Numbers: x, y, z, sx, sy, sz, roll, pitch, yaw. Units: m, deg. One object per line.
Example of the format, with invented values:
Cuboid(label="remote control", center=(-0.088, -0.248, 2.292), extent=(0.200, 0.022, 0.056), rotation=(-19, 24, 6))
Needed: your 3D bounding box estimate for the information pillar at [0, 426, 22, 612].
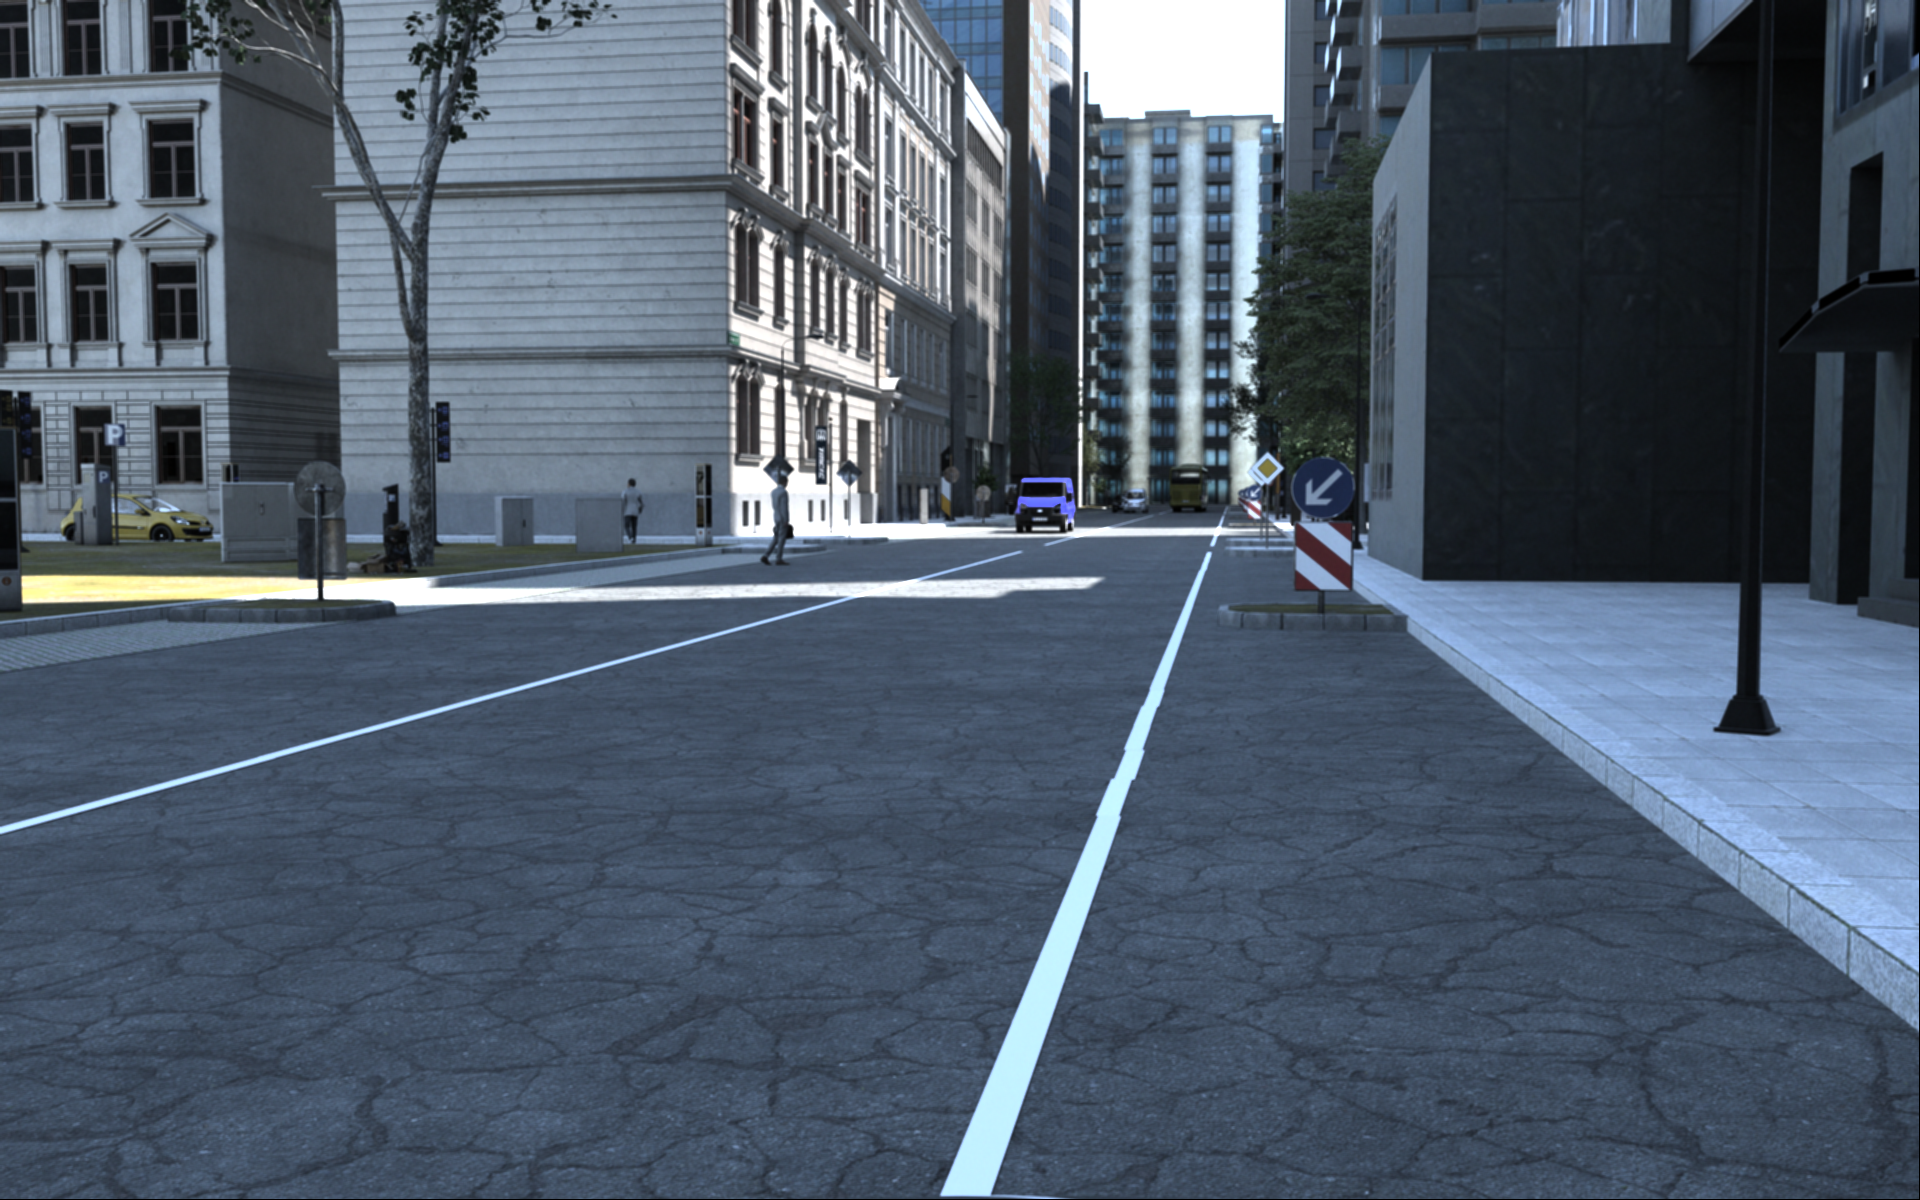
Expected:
Cuboid(label="information pillar", center=(-10.467, -0.881, 18.897), extent=(0.304, 2.012, 0.304), rotation=(-3, 5, -44))

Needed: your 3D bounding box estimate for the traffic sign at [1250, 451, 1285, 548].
Cuboid(label="traffic sign", center=(7.232, -2.271, 40.779), extent=(0.795, 2.450, 0.064), rotation=(1, 4, 9))

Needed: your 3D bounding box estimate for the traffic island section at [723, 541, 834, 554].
Cuboid(label="traffic island section", center=(-4.490, -1.249, 42.695), extent=(2.009, 0.180, 2.903), rotation=(1, 4, 9))

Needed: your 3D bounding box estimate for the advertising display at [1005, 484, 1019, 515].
Cuboid(label="advertising display", center=(3.158, -6.167, 106.050), extent=(0.974, 1.923, 0.123), rotation=(3, 4, 38))

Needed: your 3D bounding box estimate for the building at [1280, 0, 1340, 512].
Cuboid(label="building", center=(35.928, -36.296, 135.440), extent=(21.231, 58.520, 28.212), rotation=(1, 4, 9))

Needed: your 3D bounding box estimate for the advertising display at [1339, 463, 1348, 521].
Cuboid(label="advertising display", center=(8.067, -1.911, 36.466), extent=(0.123, 1.923, 0.974), rotation=(1, 4, 15))

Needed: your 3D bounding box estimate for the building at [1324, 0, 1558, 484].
Cuboid(label="building", center=(32.881, -29.404, 100.369), extent=(23.786, 49.044, 30.456), rotation=(1, 4, 9))

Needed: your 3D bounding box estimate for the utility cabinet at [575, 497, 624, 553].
Cuboid(label="utility cabinet", center=(-7.940, -1.650, 38.143), extent=(1.020, 1.237, 0.306), rotation=(-1, 4, -12))

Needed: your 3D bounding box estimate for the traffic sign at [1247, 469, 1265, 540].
Cuboid(label="traffic sign", center=(8.471, -2.754, 48.667), extent=(0.795, 2.450, 0.064), rotation=(1, 4, 9))

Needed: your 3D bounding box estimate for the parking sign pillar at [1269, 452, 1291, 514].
Cuboid(label="parking sign pillar", center=(20.456, -7.465, 110.522), extent=(1.447, 3.967, 1.447), rotation=(0, 4, -1))

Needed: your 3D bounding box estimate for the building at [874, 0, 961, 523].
Cuboid(label="building", center=(-8.090, -18.314, 85.331), extent=(13.634, 28.700, 20.117), rotation=(1, 4, 9))

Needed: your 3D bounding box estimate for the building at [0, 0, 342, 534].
Cuboid(label="building", center=(-32.156, -13.757, 61.079), extent=(21.152, 22.565, 11.583), rotation=(1, 4, 9))

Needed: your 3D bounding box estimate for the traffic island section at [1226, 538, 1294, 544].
Cuboid(label="traffic island section", center=(8.496, -1.618, 48.741), extent=(2.009, 0.180, 2.903), rotation=(1, 4, 9))

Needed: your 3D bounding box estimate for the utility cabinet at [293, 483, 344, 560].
Cuboid(label="utility cabinet", center=(-12.441, -1.505, 33.279), extent=(1.173, 1.500, 0.318), rotation=(1, 4, 15))

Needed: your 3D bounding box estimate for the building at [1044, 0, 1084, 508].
Cuboid(label="building", center=(-0.711, -37.422, 153.853), extent=(21.231, 58.520, 28.212), rotation=(1, 4, 9))

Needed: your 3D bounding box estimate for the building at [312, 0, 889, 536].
Cuboid(label="building", center=(-11.378, -16.893, 63.583), extent=(14.401, 28.519, 23.554), rotation=(1, 4, 9))

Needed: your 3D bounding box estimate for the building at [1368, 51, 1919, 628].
Cuboid(label="building", center=(17.104, -43.040, 16.372), extent=(22.319, 86.520, 31.000), rotation=(1, 4, 9))

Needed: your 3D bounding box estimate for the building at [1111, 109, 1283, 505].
Cuboid(label="building", center=(26.016, -36.629, 218.494), extent=(30.456, 49.044, 23.786), rotation=(1, 4, 9))

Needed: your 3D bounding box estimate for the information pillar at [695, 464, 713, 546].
Cuboid(label="information pillar", center=(-6.286, -2.325, 42.501), extent=(0.304, 2.012, 0.304), rotation=(2, 4, 27))

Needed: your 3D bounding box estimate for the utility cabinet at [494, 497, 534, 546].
Cuboid(label="utility cabinet", center=(-11.053, -1.946, 42.987), extent=(0.306, 1.237, 1.020), rotation=(2, 4, 33))

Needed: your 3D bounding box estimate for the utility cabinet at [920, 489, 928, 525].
Cuboid(label="utility cabinet", center=(-1.519, -3.880, 72.113), extent=(0.318, 1.500, 1.173), rotation=(0, 4, -4))

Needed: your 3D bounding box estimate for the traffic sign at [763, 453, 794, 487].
Cuboid(label="traffic sign", center=(-4.466, -2.385, 42.630), extent=(0.795, 2.450, 0.064), rotation=(1, 4, 9))

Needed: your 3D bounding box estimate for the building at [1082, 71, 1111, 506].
Cuboid(label="building", center=(0.012, -34.805, 188.665), extent=(30.456, 49.044, 23.786), rotation=(1, 4, 9))

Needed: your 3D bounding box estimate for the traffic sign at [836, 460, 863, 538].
Cuboid(label="traffic sign", center=(-3.227, -2.867, 50.518), extent=(0.795, 2.450, 0.064), rotation=(1, 4, 9))

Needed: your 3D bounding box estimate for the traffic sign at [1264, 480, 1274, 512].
Cuboid(label="traffic sign", center=(21.602, -7.409, 121.244), extent=(0.768, 2.556, 0.104), rotation=(1, 4, 13))

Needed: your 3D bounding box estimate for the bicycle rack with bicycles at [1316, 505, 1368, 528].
Cuboid(label="bicycle rack with bicycles", center=(13.395, -2.773, 58.727), extent=(2.925, 0.926, 2.852), rotation=(0, 4, 4))

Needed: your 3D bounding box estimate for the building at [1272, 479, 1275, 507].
Cuboid(label="building", center=(49.389, -29.950, 181.564), extent=(32.217, 40.220, 23.993), rotation=(1, 4, 9))

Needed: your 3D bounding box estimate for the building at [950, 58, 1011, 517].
Cuboid(label="building", center=(-4.156, -17.558, 105.093), extent=(12.078, 24.808, 19.932), rotation=(1, 4, 9))

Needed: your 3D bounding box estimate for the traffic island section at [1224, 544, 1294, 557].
Cuboid(label="traffic island section", center=(7.257, -1.136, 40.852), extent=(2.009, 0.180, 2.903), rotation=(1, 4, 9))

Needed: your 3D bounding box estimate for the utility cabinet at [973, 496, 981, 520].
Cuboid(label="utility cabinet", center=(0.858, -4.630, 86.863), extent=(0.306, 1.237, 1.020), rotation=(0, 4, -5))

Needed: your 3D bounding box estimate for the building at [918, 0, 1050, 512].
Cuboid(label="building", center=(-0.776, -29.520, 132.765), extent=(14.600, 45.320, 14.200), rotation=(1, 4, 9))

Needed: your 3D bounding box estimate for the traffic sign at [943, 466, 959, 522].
Cuboid(label="traffic sign", center=(-0.404, -4.852, 79.439), extent=(0.768, 2.556, 0.104), rotation=(1, 4, 16))

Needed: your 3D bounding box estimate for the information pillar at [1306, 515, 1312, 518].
Cuboid(label="information pillar", center=(18.517, -5.335, 91.714), extent=(0.304, 2.012, 0.304), rotation=(1, 4, 15))

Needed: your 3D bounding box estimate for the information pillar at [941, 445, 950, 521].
Cuboid(label="information pillar", center=(-0.679, -5.625, 83.317), extent=(0.504, 3.616, 0.183), rotation=(-2, 4, -29))

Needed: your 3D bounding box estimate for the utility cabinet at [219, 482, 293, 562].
Cuboid(label="utility cabinet", center=(-13.271, -1.464, 32.613), extent=(1.173, 1.500, 0.318), rotation=(-2, 4, -31))

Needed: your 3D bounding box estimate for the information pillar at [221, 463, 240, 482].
Cuboid(label="information pillar", center=(-17.399, -2.254, 41.339), extent=(0.304, 2.012, 0.304), rotation=(1, 4, 10))

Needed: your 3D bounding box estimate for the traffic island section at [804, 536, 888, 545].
Cuboid(label="traffic island section", center=(-3.252, -1.731, 50.584), extent=(2.009, 0.180, 2.903), rotation=(1, 4, 9))

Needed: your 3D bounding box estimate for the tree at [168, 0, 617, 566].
Cuboid(label="tree", center=(-10.868, -10.709, 30.987), extent=(12.611, 20.169, 13.585), rotation=(0, 3, 0))
